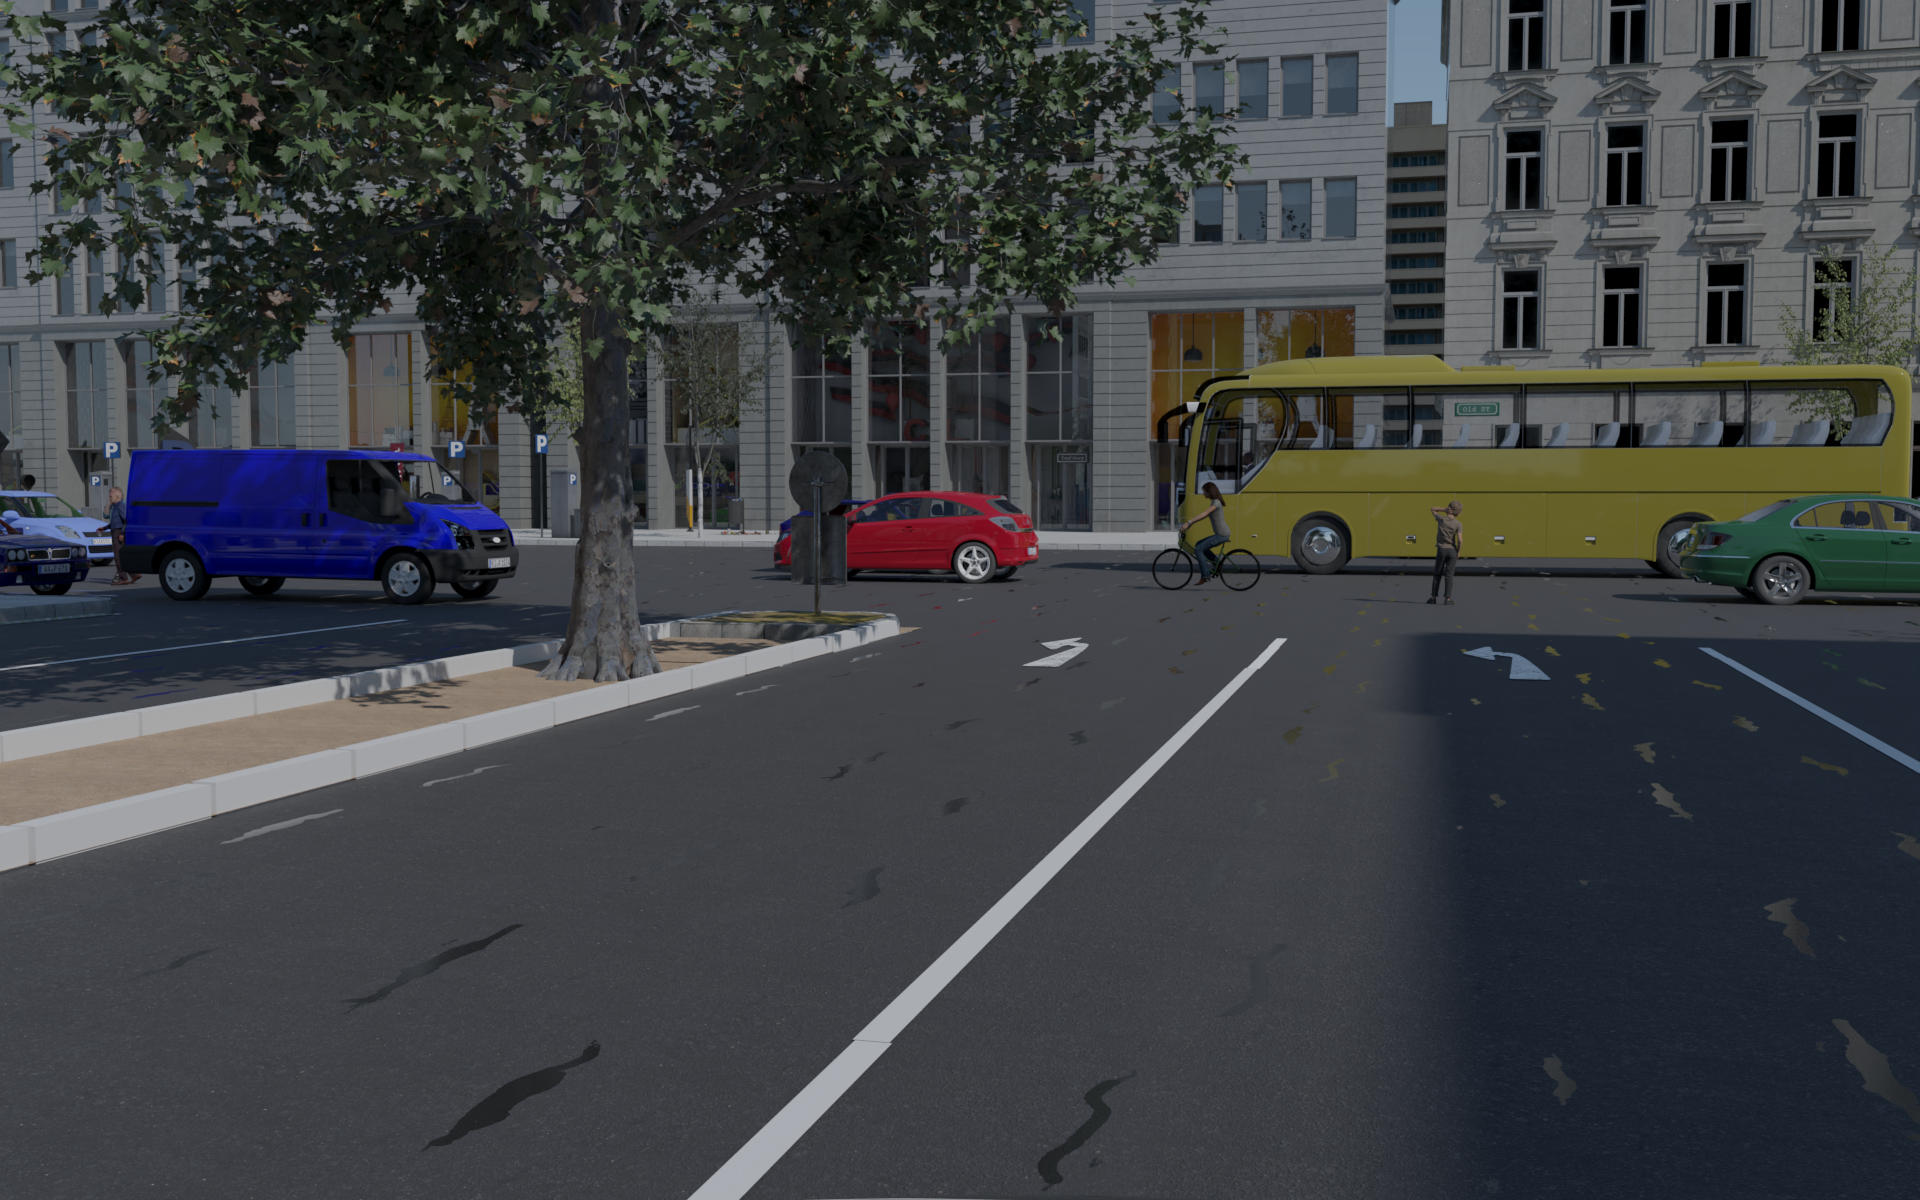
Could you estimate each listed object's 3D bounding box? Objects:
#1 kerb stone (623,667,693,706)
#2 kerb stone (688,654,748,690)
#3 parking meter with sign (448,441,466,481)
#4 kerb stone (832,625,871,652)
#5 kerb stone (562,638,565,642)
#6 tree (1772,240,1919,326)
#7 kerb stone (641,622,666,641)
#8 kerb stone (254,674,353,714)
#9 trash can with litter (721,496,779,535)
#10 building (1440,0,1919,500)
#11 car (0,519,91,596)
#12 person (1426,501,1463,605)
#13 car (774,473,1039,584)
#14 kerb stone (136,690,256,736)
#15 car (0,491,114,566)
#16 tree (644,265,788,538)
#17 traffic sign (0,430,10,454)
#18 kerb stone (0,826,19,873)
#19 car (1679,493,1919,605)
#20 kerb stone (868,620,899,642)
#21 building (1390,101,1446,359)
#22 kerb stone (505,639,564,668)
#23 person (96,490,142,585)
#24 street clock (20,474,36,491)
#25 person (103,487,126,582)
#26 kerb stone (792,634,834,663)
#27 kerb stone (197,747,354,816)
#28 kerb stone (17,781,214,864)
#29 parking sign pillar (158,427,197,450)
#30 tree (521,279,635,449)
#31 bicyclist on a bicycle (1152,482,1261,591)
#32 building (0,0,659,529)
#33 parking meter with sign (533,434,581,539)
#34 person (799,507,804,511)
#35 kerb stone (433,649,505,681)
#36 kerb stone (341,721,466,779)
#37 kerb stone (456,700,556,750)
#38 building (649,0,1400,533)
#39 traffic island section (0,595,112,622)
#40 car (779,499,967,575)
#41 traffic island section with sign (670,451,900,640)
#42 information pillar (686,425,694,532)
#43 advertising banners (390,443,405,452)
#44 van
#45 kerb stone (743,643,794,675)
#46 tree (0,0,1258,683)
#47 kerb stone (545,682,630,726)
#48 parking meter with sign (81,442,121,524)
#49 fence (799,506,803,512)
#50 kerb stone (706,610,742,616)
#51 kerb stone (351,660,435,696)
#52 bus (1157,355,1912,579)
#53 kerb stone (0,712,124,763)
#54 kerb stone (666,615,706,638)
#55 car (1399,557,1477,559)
[{"bbox_3d":[-2.157,0.612,12.184,0.120,0.150,1.000,1,4,15],"label":"kerb stone"},{"bbox_3d":[-1.882,0.552,13.177,0.120,0.150,1.000,1,4,15],"label":"kerb stone"},{"bbox_3d":[-16.516,-3.657,56.054,0.543,3.016,1.738,0,4,1],"label":"parking meter with sign"},{"bbox_3d":[-1.068,0.372,16.164,0.120,0.150,1.000,1,4,15],"label":"kerb stone"},{"bbox_3d":[-3.392,0.401,15.639,0.120,0.150,1.000,1,4,15],"label":"kerb stone"},{"bbox_3d":[25.663,-6.082,49.802,4.737,8.622,4.395,0,3,0],"label":"tree"},{"bbox_3d":[-3.118,0.340,16.632,0.120,0.150,1.000,1,4,15],"label":"kerb stone"},{"bbox_3d":[-4.464,0.643,11.677,0.120,0.150,1.000,1,4,15],"label":"kerb stone"},{"bbox_3d":[-6.669,-2.671,54.730,2.233,1.210,1.678,-2,4,-29],"label":"trash can with litter"},{"bbox_3d":[38.277,-17.161,56.994,44.131,29.872,17.030,1,4,15],"label":"building"},{"bbox_3d":[-14.064,-0.687,23.820,3.894,1.354,1.945,1,4,15],"label":"car"},{"bbox_3d":[6.296,-0.617,22.504,0.435,1.345,0.340,1,4,13],"label":"person"},{"bbox_3d":[-0.938,-1.209,28.811,4.494,1.783,2.155,1,4,16],"label":"car"},{"bbox_3d":[-4.739,0.704,10.688,0.120,0.150,1.000,1,4,15],"label":"kerb stone"},{"bbox_3d":[-18.514,-1.514,34.353,3.694,1.707,1.945,1,4,16],"label":"car"},{"bbox_3d":[-7.334,-6.113,50.309,4.360,8.622,3.978,0,3,0],"label":"tree"},{"bbox_3d":[-11.412,-1.013,20.211,0.795,2.450,0.064,1,4,15],"label":"traffic sign"},{"bbox_3d":[-3.777,0.978,6.203,0.120,0.150,1.000,1,4,15],"label":"kerb stone"},{"bbox_3d":[12.116,-0.670,22.759,4.920,1.459,2.131,1,4,15],"label":"car"},{"bbox_3d":[-0.809,0.308,17.164,0.120,0.150,1.000,1,4,15],"label":"kerb stone"},{"bbox_3d":[56.782,-36.302,217.230,21.600,48.544,21.300,1,4,15],"label":"building"},{"bbox_3d":[-3.667,0.467,14.651,0.120,0.150,1.000,1,4,15],"label":"kerb stone"},{"bbox_3d":[-13.319,-0.987,27.338,0.600,1.496,0.574,-1,4,-10],"label":"person"},{"bbox_3d":[-34.085,-3.596,63.371,0.358,2.002,0.471,2,4,28],"label":"street clock"},{"bbox_3d":[-13.690,-1.071,28.218,0.429,1.552,0.499,-3,5,-43],"label":"person"},{"bbox_3d":[-1.347,0.432,15.176,0.120,0.150,1.000,1,4,15],"label":"kerb stone"},{"bbox_3d":[-3.236,0.856,8.199,0.120,0.150,1.000,1,4,15],"label":"kerb stone"},{"bbox_3d":[-3.502,0.921,7.195,0.120,0.150,1.000,1,4,15],"label":"kerb stone"},{"bbox_3d":[-28.326,-4.547,62.820,1.447,3.967,1.447,-3,4,-39],"label":"parking sign pillar"},{"bbox_3d":[-11.917,-6.398,54.972,4.737,8.622,4.395,0,3,0],"label":"tree"},{"bbox_3d":[3.635,-0.951,25.577,1.625,1.676,1.499,1,4,14],"label":"bicyclist on a bicycle"},{"bbox_3d":[-28.827,-17.969,71.293,29.804,29.767,11.434,1,4,15],"label":"building"},{"bbox_3d":[-11.514,-3.306,50.317,1.738,3.016,0.543,2,4,26],"label":"parking meter with sign"},{"bbox_3d":[-3.712,-2.006,42.998,0.444,1.614,0.593,-2,4,-24],"label":"person"},{"bbox_3d":[-3.924,0.522,13.656,0.120,0.150,1.000,1,4,15],"label":"kerb stone"},{"bbox_3d":[-2.960,0.796,9.194,0.120,0.150,1.000,1,4,15],"label":"kerb stone"},{"bbox_3d":[-2.691,0.734,10.189,0.120,0.150,1.000,1,4,15],"label":"kerb stone"},{"bbox_3d":[0.606,-17.492,63.486,29.804,29.767,11.434,1,4,15],"label":"building"},{"bbox_3d":[-11.437,0.122,20.279,2.009,0.180,2.903,1,4,15],"label":"traffic island section"},{"bbox_3d":[-1.319,-1.177,31.825,3.894,1.354,1.945,1,4,16],"label":"car"},{"bbox_3d":[-1.675,-0.596,17.886,2.006,1.907,1.989,1,4,15],"label":"traffic island section with sign"},{"bbox_3d":[-9.213,-4.133,58.932,0.183,3.616,0.504,-1,4,-22],"label":"information pillar"},{"bbox_3d":[-19.945,-3.855,59.215,2.074,3.025,0.090,0,4,7],"label":"advertising banners"},{"bbox_3d":[-8.644,-1.177,23.626,5.245,2.365,2.240,1,4,15],"label":"van"},{"bbox_3d":[-1.612,0.490,14.184,0.120,0.150,1.000,1,4,15],"label":"kerb stone"},{"bbox_3d":[-2.748,-5.741,13.338,9.611,12.733,9.660,0,3,0],"label":"tree"},{"bbox_3d":[-2.425,0.673,11.190,0.120,0.150,1.000,1,4,15],"label":"kerb stone"},{"bbox_3d":[-28.346,-3.721,57.099,0.543,3.016,1.738,0,4,2],"label":"parking meter with sign"},{"bbox_3d":[-5.128,-2.842,57.664,0.480,1.192,2.264,0,4,6],"label":"fence"},{"bbox_3d":[-2.585,0.220,18.613,0.120,0.150,1.000,1,4,15],"label":"kerb stone"},{"bbox_3d":[-4.190,0.583,12.665,0.120,0.150,1.000,1,4,15],"label":"kerb stone"},{"bbox_3d":[9.804,-2.400,30.786,12.252,3.916,2.896,1,4,15],"label":"bus"},{"bbox_3d":[-5.007,0.765,9.694,0.120,0.150,1.000,1,4,15],"label":"kerb stone"},{"bbox_3d":[-2.850,0.287,17.622,0.120,0.150,1.000,1,4,15],"label":"kerb stone"},{"bbox_3d":[10.852,-1.792,39.518,2.015,1.641,3.980,1,4,13],"label":"car"}]
